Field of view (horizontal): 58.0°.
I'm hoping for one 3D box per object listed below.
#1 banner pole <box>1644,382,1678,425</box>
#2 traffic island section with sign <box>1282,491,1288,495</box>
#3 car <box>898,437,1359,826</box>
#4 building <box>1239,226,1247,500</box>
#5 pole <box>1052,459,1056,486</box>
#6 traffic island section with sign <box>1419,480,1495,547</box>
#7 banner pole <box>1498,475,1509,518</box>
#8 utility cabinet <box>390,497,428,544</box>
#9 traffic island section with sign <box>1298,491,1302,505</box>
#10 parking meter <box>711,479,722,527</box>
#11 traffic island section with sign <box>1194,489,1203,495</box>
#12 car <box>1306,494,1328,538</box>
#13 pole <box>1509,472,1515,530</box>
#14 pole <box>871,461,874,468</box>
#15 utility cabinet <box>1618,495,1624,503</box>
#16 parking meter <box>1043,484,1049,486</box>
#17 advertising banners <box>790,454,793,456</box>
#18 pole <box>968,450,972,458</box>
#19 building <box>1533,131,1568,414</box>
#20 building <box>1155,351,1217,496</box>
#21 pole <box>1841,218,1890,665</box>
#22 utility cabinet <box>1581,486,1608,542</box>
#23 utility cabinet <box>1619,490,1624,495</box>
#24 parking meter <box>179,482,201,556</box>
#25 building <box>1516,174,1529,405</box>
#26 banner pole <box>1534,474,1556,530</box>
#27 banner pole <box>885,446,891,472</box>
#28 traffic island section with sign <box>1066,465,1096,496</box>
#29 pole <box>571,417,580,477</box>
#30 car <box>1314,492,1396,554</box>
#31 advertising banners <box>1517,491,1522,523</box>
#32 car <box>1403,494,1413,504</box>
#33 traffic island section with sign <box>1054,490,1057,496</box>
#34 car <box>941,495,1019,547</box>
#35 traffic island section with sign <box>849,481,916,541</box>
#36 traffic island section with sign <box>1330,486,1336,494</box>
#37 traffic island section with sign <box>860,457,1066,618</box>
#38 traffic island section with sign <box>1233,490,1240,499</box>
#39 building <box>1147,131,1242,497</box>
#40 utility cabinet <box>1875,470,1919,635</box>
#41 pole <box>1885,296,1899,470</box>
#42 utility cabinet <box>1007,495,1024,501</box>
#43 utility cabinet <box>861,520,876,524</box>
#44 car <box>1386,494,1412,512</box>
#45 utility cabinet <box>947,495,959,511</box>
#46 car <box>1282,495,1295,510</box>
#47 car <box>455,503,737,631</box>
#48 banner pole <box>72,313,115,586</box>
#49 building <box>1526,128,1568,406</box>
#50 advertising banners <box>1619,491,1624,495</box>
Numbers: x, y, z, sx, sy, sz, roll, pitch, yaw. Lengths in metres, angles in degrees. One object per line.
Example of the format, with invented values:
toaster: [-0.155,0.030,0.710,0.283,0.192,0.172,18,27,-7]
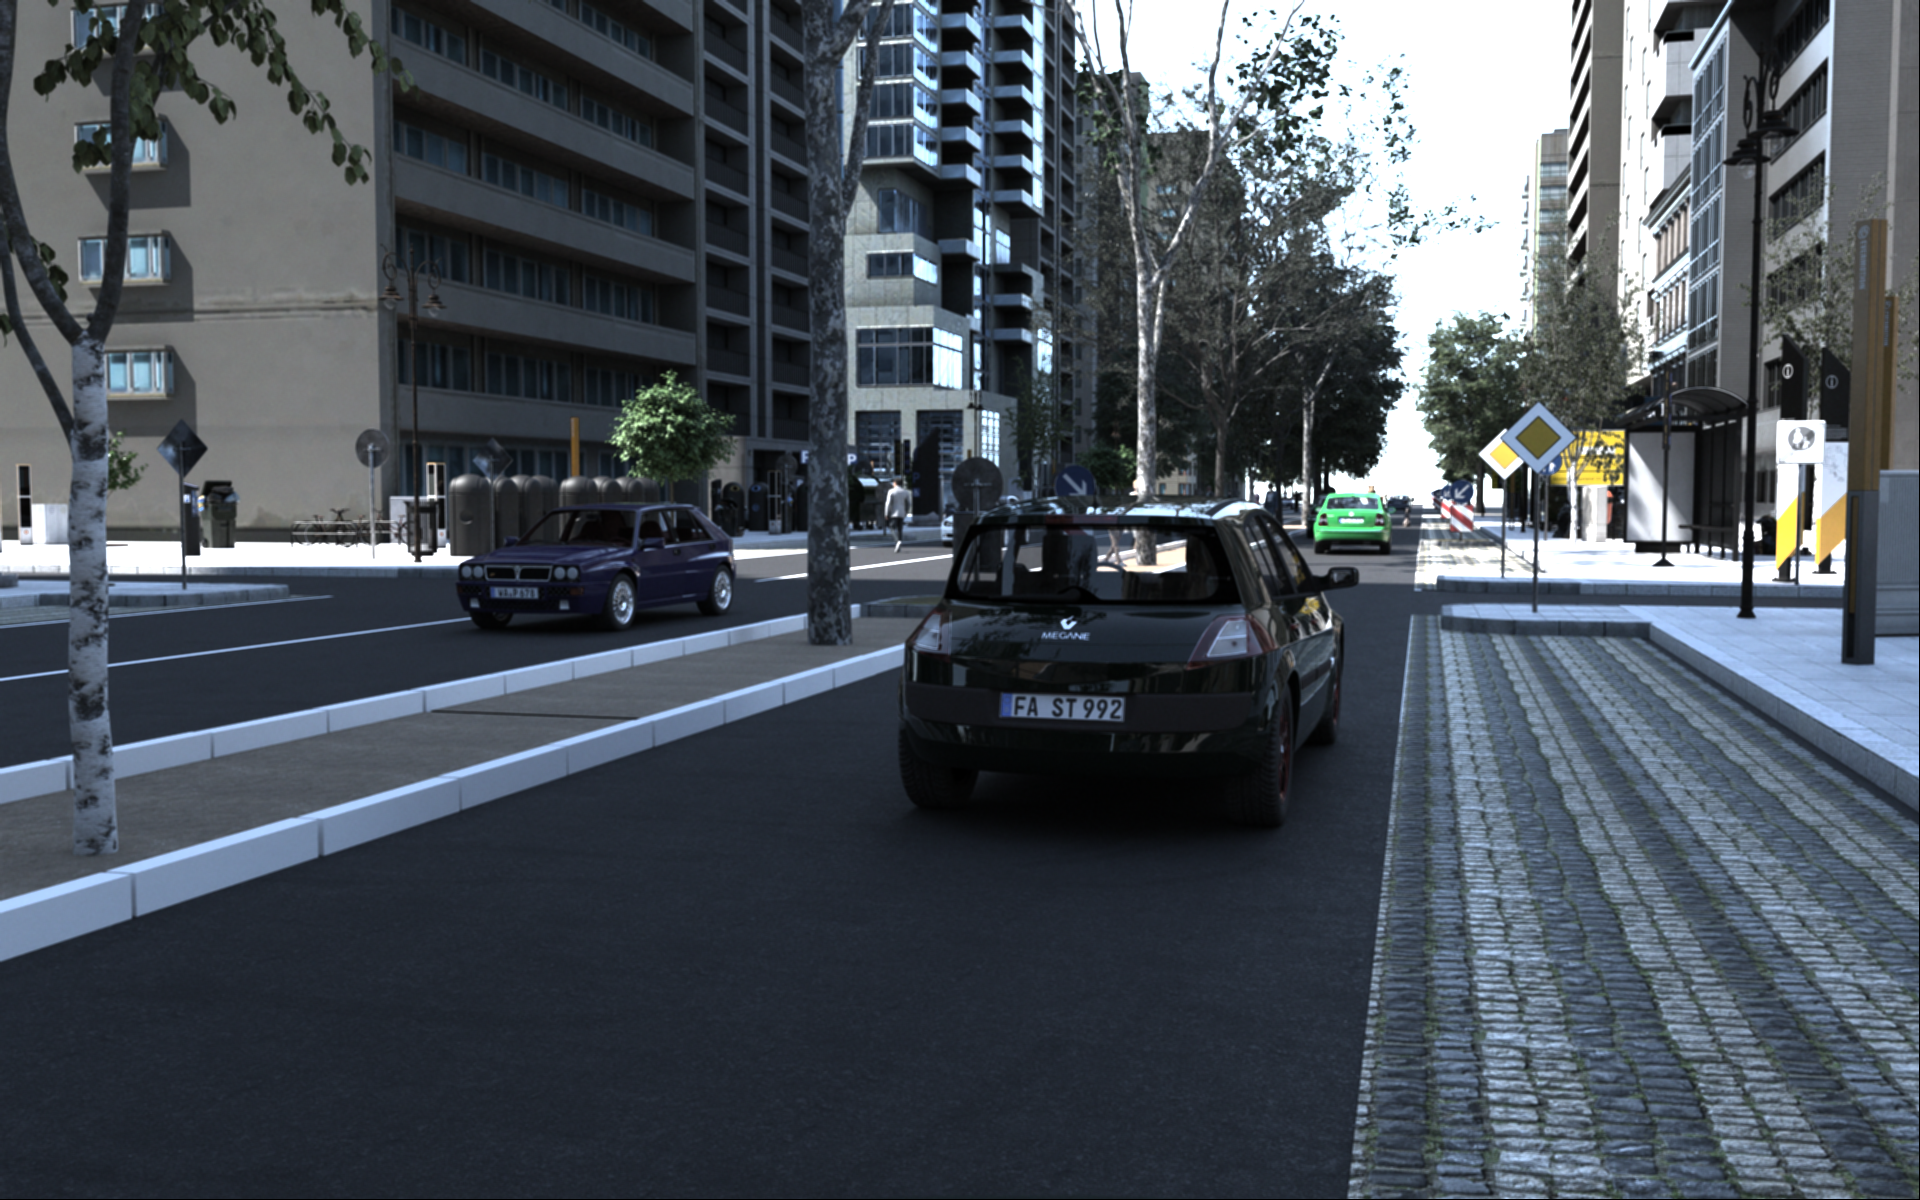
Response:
banner pole: [15.781,-2.993,38.945,0.863,3.779,0.401,2,4,29]
traffic island section with sign: [38.987,-12.156,207.372,1.989,1.847,2.006,1,4,15]
car: [1.010,0.047,9.021,2.009,1.686,4.222,1,4,17]
building: [34.197,-34.797,252.522,14.154,41.232,14.086,1,4,15]
pole: [5.395,-6.466,99.555,0.158,3.312,0.155,0,3,0]
traffic island section with sign: [13.744,-2.402,47.897,1.989,1.847,2.006,1,4,15]
banner pole: [28.804,-6.215,91.631,0.863,3.779,0.401,-1,4,-15]
utility cabinet: [-14.122,-2.045,44.594,1.020,1.237,0.306,-1,4,-10]
traffic island section with sign: [45.962,-13.748,233.413,1.989,1.847,2.006,1,4,15]
parking meter: [-9.614,-3.832,68.360,0.255,1.863,0.399,2,4,30]
traffic island section with sign: [17.565,-7.276,127.585,1.989,1.847,2.006,1,4,15]
car: [12.629,-2.810,57.734,2.131,1.459,4.920,1,4,17]
pole: [19.670,-4.148,61.668,0.158,3.312,0.155,0,3,0]
pole: [-5.424,-6.927,107.093,0.158,3.312,0.155,0,3,0]
utility cabinet: [34.671,-4.895,91.198,1.020,1.237,0.306,2,4,30]
parking meter: [4.887,-5.650,98.083,0.399,1.863,0.255,0,4,1]
advertising banners: [-7.190,-4.935,76.877,0.090,3.025,2.074,1,4,21]
pole: [0.438,-5.237,79.475,0.158,3.312,0.155,0,3,0]
building: [72.600,-31.400,196.990,14.154,41.232,14.086,1,4,15]
building: [15.998,-22.476,212.528,27.650,21.520,28.899,1,4,15]
pole: [6.783,-1.171,12.984,0.158,3.312,0.155,0,3,0]
utility cabinet: [16.804,-2.276,45.898,0.318,1.500,1.173,0,4,3]
utility cabinet: [36.771,-5.384,96.702,1.173,1.500,0.318,-2,4,-35]
parking meter: [-15.926,-1.677,35.832,0.372,1.533,0.369,0,3,0]
building: [86.712,-37.460,232.080,23.786,49.044,30.456,1,4,15]
banner pole: [21.089,-4.428,62.414,0.863,3.779,0.401,-1,4,-8]
banner pole: [-3.707,-6.062,89.134,0.401,3.779,0.863,-2,4,-28]
traffic island section with sign: [1.978,-1.207,27.867,2.006,1.907,1.989,1,4,15]
pole: [-10.225,-3.194,46.066,0.158,3.312,0.155,0,3,0]
car: [9.712,-2.070,42.638,1.959,1.807,4.718,1,4,15]
advertising banners: [25.905,-4.977,77.566,2.074,3.025,0.090,-1,4,-16]
car: [41.098,-9.221,160.983,2.015,1.641,3.980,1,4,14]
traffic island section with sign: [4.562,-4.313,79.150,1.989,1.847,2.006,1,4,15]
car: [0.774,-2.199,47.954,2.014,1.417,4.499,1,4,14]
traffic island section with sign: [-2.424,-2.721,53.113,1.989,1.847,2.006,1,4,15]
traffic island section with sign: [21.449,-5.646,100.448,2.006,1.907,1.989,1,4,15]
traffic island section with sign: [0.048,-0.769,20.714,2.006,1.907,1.989,1,4,15]
traffic island section with sign: [24.555,-8.872,153.681,1.989,1.847,2.006,1,4,15]
building: [26.330,-37.431,235.697,21.300,48.544,21.600,1,4,15]
utility cabinet: [8.675,-0.430,15.714,1.173,1.500,0.318,-1,4,-11]
pole: [9.583,-1.475,17.965,0.158,3.312,0.155,0,3,0]
utility cabinet: [2.462,-4.119,78.513,0.306,1.237,1.020,-3,4,-38]
utility cabinet: [-4.294,-4.308,79.110,0.318,1.500,1.173,-2,4,-35]
car: [34.540,-7.603,136.316,2.014,1.417,4.499,1,4,17]
utility cabinet: [-0.164,-5.101,94.564,1.020,1.237,0.306,1,4,13]
car: [30.167,-9.060,160.711,1.945,1.354,3.894,1,4,14]
car: [-3.981,-0.421,19.468,1.945,1.354,3.894,1,4,17]
banner pole: [-12.002,-2.068,23.834,0.401,3.779,0.863,0,4,-4]
building: [76.707,-34.319,211.234,14.600,45.320,14.200,1,4,15]
advertising banners: [35.918,-6.022,94.647,2.074,3.025,0.090,0,4,-3]
